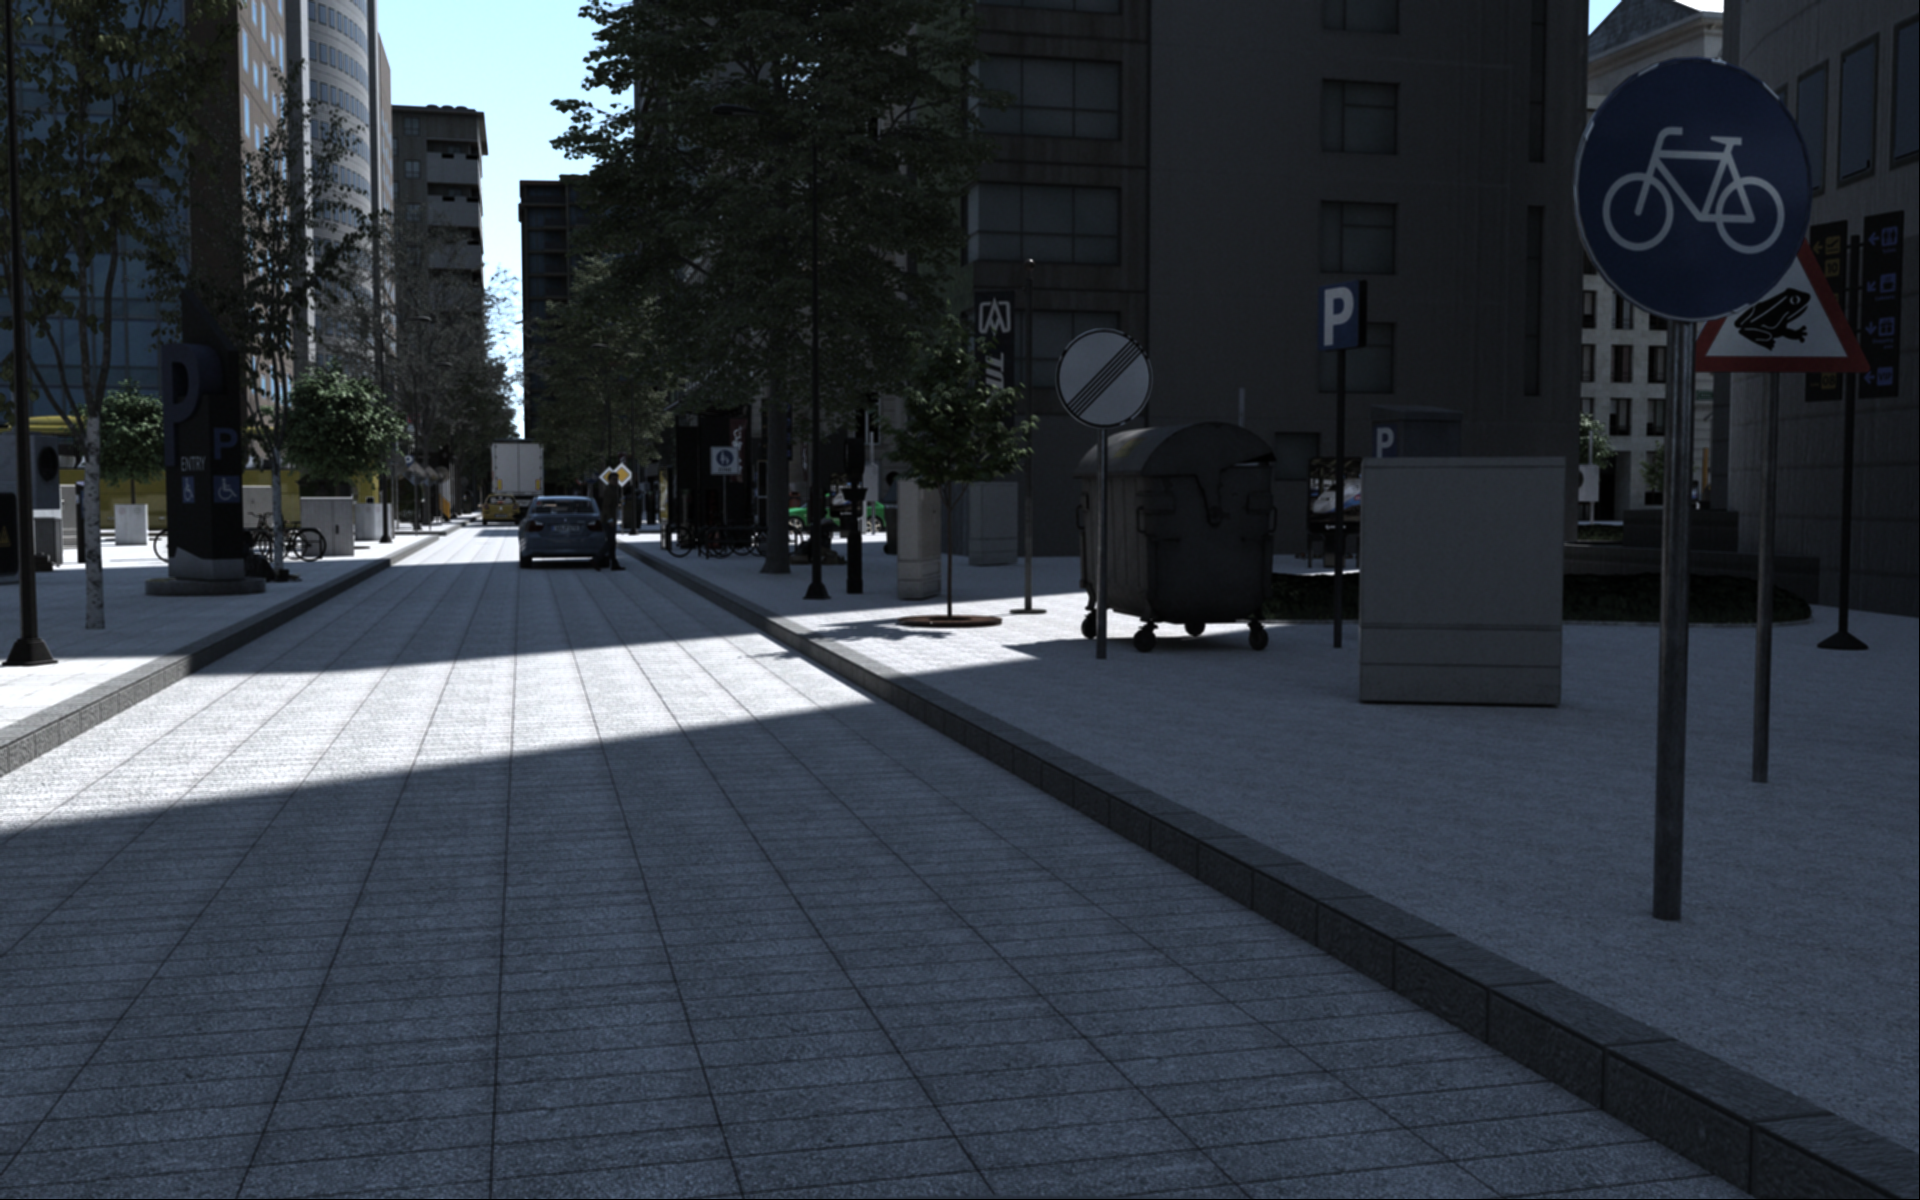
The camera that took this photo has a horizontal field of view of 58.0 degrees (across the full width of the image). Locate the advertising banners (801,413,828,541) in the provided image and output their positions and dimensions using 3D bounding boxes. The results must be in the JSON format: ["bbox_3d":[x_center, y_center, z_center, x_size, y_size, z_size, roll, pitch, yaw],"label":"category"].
[{"bbox_3d":[-3.084,-2.462,36.440,0.090,3.025,2.074,-1,4,-19],"label":"advertising banners"}]

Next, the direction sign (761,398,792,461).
[{"bbox_3d":[-4.304,-2.982,40.758,0.876,3.537,0.379,2,4,31],"label":"direction sign"}]

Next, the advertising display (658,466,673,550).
[{"bbox_3d":[-6.768,-2.118,39.846,0.123,1.923,0.974,-1,4,-22],"label":"advertising display"}]

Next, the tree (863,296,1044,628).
[{"bbox_3d":[-0.208,-1.367,16.947,1.663,3.219,1.824,0,3,0],"label":"tree"}]

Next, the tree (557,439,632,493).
[{"bbox_3d":[-19.241,-6.703,93.308,4.285,4.588,4.351,0,3,0],"label":"tree"}]

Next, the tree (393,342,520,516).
[{"bbox_3d":[-30.061,-10.305,102.898,8.767,10.594,7.601,1,4,17],"label":"tree"}]

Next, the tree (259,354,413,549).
[{"bbox_3d":[-14.583,-3.481,40.625,4.285,4.588,4.351,0,3,0],"label":"tree"}]

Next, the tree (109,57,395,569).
[{"bbox_3d":[-11.587,-4.781,28.536,4.360,8.622,3.978,0,3,0],"label":"tree"}]

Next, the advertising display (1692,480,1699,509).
[{"bbox_3d":[34.211,-4.666,81.501,0.974,1.923,0.123,2,4,33],"label":"advertising display"}]

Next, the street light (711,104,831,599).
[{"bbox_3d":[-2.280,-2.959,20.927,1.470,5.913,1.316,-1,4,-14],"label":"street light"}]

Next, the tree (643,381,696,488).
[{"bbox_3d":[-18.531,-9.850,111.410,4.360,8.622,3.978,0,3,0],"label":"tree"}]

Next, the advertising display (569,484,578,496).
[{"bbox_3d":[-26.386,-6.915,118.270,0.123,1.923,0.974,1,4,18],"label":"advertising display"}]

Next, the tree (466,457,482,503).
[{"bbox_3d":[-54.304,-14.975,195.206,4.737,8.622,4.395,0,3,0],"label":"tree"}]

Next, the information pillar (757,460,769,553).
[{"bbox_3d":[-4.190,-2.026,37.625,0.304,2.012,0.304,2,4,34],"label":"information pillar"}]

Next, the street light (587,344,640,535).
[{"bbox_3d":[-10.732,-4.976,53.899,1.470,5.913,1.316,-1,4,-14],"label":"street light"}]

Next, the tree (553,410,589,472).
[{"bbox_3d":[-30.833,-11.638,140.647,4.360,8.622,3.978,0,3,0],"label":"tree"}]

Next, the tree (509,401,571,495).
[{"bbox_3d":[-44.029,-16.332,192.788,9.928,11.665,9.643,0,3,0],"label":"tree"}]

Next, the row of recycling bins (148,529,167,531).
[{"bbox_3d":[-28.074,-3.358,62.010,1.069,1.692,3.534,1,4,12],"label":"row of recycling bins"}]

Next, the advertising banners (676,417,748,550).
[{"bbox_3d":[-5.747,-2.688,40.131,2.074,3.025,0.090,2,4,30],"label":"advertising banners"}]

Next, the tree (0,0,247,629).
[{"bbox_3d":[-8.476,-4.036,16.353,4.737,8.622,4.395,0,3,0],"label":"tree"}]

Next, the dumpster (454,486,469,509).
[{"bbox_3d":[-35.808,-7.236,124.073,1.264,1.857,1.865,-1,4,-14],"label":"dumpster"}]

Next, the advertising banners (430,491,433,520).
[{"bbox_3d":[-26.148,-5.302,82.881,0.090,3.025,2.074,3,4,38],"label":"advertising banners"}]

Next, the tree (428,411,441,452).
[{"bbox_3d":[-37.643,-13.140,132.972,7.486,12.596,7.792,0,3,0],"label":"tree"}]

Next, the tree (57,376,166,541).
[{"bbox_3d":[-23.128,-3.941,48.143,4.285,4.588,4.351,0,3,0],"label":"tree"}]

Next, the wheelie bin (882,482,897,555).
[{"bbox_3d":[-1.220,-1.768,36.812,0.693,1.594,0.980,-3,5,-41],"label":"wheelie bin"}]

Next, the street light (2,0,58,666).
[{"bbox_3d":[-6.491,-2.475,13.015,1.470,5.913,1.316,-1,4,-14],"label":"street light"}]

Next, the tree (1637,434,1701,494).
[{"bbox_3d":[21.594,-3.585,53.212,1.663,3.219,1.824,0,3,0],"label":"tree"}]

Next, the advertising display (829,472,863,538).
[{"bbox_3d":[-3.346,-2.797,50.949,0.974,1.923,0.123,0,4,3],"label":"advertising display"}]

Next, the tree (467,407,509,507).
[{"bbox_3d":[-55.657,-16.909,202.211,9.928,11.665,9.643,0,3,0],"label":"tree"}]

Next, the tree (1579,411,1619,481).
[{"bbox_3d":[20.564,-4.586,58.694,4.285,4.588,4.351,0,3,0],"label":"tree"}]

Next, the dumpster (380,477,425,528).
[{"bbox_3d":[-20.747,-3.791,64.483,1.502,2.255,1.985,-1,4,-14],"label":"dumpster"}]

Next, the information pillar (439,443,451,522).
[{"bbox_3d":[-23.692,-5.397,79.595,0.504,3.616,0.183,1,4,14],"label":"information pillar"}]

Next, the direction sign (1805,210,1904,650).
[{"bbox_3d":[7.349,-1.365,14.315,0.379,3.537,0.876,-1,4,-22],"label":"direction sign"}]

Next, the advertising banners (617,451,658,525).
[{"bbox_3d":[-13.351,-4.614,71.635,0.090,3.025,2.074,3,5,40],"label":"advertising banners"}]

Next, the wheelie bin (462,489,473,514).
[{"bbox_3d":[-31.736,-6.340,111.567,0.693,1.594,0.980,-1,4,-13],"label":"wheelie bin"}]

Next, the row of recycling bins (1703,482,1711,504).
[{"bbox_3d":[22.509,-2.559,48.946,1.069,1.692,3.534,-1,4,-23],"label":"row of recycling bins"}]

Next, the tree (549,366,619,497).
[{"bbox_3d":[-21.166,-9.043,98.221,4.737,8.622,4.395,0,3,0],"label":"tree"}]

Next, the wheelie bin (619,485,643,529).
[{"bbox_3d":[-12.073,-3.418,63.786,0.693,1.594,0.980,2,4,24],"label":"wheelie bin"}]

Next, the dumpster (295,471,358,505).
[{"bbox_3d":[-17.576,-2.786,48.050,1.502,2.255,1.985,-1,4,-14],"label":"dumpster"}]

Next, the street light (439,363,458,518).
[{"bbox_3d":[-18.683,-5.428,61.296,1.470,5.913,1.316,-1,4,-14],"label":"street light"}]

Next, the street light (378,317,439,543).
[{"bbox_3d":[-14.555,-4.458,45.437,1.470,5.913,1.316,-1,4,-14],"label":"street light"}]

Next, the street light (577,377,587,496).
[{"bbox_3d":[-14.518,-5.904,69.072,1.470,5.913,1.316,-1,4,-14],"label":"street light"}]

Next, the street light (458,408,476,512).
[{"bbox_3d":[-26.859,-7.410,93.690,1.470,5.913,1.316,-1,4,-14],"label":"street light"}]

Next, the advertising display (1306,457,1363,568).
[{"bbox_3d":[6.510,-1.521,30.075,0.974,1.923,0.123,0,4,-3],"label":"advertising display"}]

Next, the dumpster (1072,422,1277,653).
[{"bbox_3d":[1.822,-0.551,14.764,1.264,1.857,1.865,-1,4,-14],"label":"dumpster"}]

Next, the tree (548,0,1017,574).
[{"bbox_3d":[-2.952,-6.733,28.207,7.486,12.596,7.792,0,3,0],"label":"tree"}]
